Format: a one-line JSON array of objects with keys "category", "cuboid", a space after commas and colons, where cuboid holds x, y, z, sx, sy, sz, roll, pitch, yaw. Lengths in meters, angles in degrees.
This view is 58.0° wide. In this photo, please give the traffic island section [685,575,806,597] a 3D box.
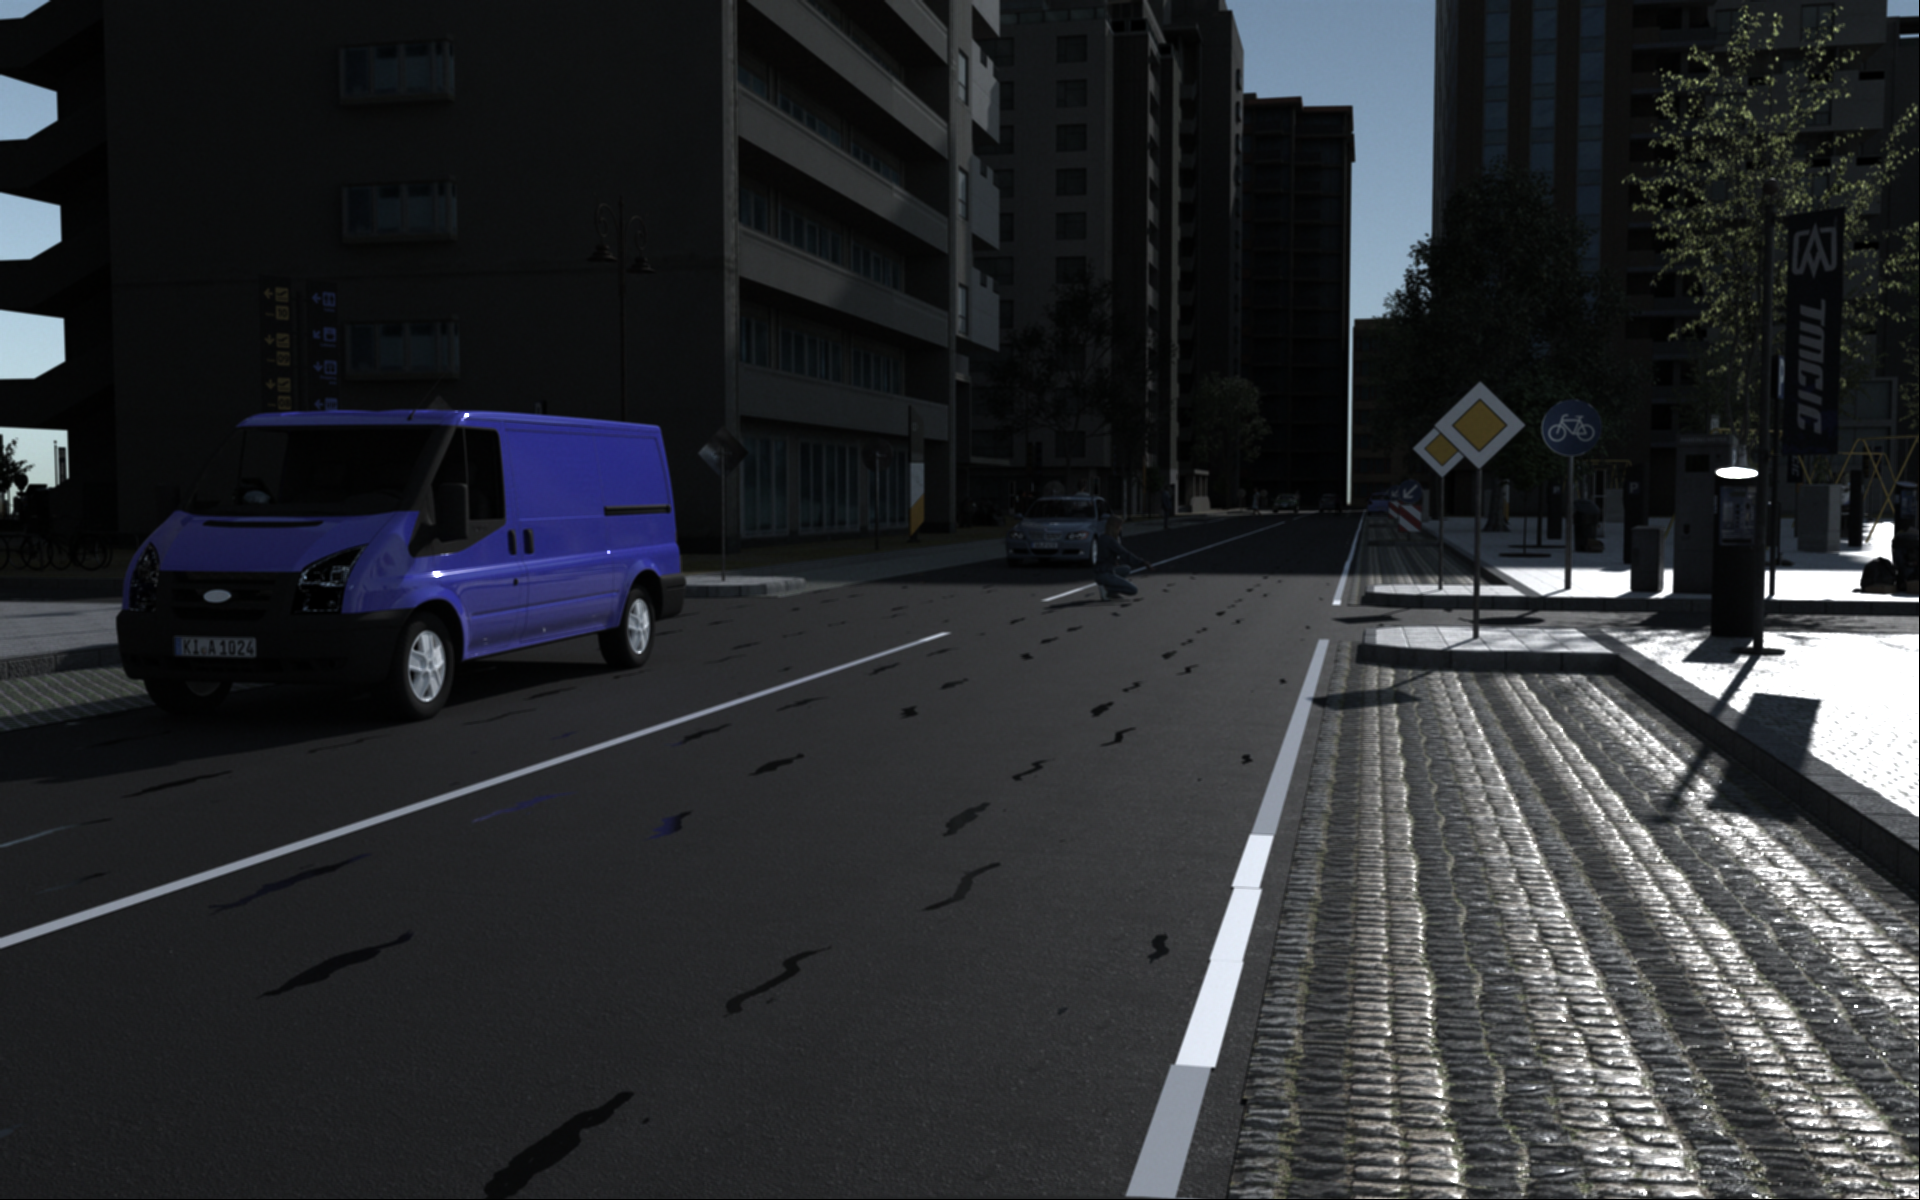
[{"category": "traffic island section", "cuboid": [-3.511, -0.200, 25.558, 2.009, 0.180, 2.903, 1, 4, 13]}]

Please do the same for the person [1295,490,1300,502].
[{"category": "person", "cuboid": [26.728, -7.832, 137.228, 0.551, 1.740, 0.621, 3, 5, 42]}]

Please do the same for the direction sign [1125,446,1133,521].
[{"category": "direction sign", "cuboid": [8.011, -5.501, 81.939, 0.379, 3.537, 0.876, 0, 4, 3]}]

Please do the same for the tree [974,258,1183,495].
[{"category": "tree", "cuboid": [4.325, -8.228, 68.935, 8.767, 10.594, 7.601, -2, 4, -35]}]

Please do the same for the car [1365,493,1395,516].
[{"category": "car", "cuboid": [27.806, -6.420, 114.560, 1.945, 1.707, 3.694, 1, 4, 13]}]

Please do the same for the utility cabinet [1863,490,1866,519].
[{"category": "utility cabinet", "cuboid": [46.084, -4.939, 89.425, 1.173, 1.500, 0.318, 1, 4, 20]}]

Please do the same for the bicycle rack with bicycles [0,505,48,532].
[{"category": "bicycle rack with bicycles", "cuboid": [-36.031, -3.117, 64.346, 2.852, 0.926, 2.925, -1, 4, -10]}]

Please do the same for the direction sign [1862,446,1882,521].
[{"category": "direction sign", "cuboid": [43.526, -5.548, 82.709, 0.379, 3.537, 0.876, -3, 4, -38]}]

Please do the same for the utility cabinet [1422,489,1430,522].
[{"category": "utility cabinet", "cuboid": [21.285, -4.316, 79.241, 0.318, 1.500, 1.173, 1, 4, 13]}]

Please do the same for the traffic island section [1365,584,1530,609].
[{"category": "traffic island section", "cuboid": [6.455, -0.056, 23.203, 2.009, 0.180, 2.903, 1, 4, 13]}]

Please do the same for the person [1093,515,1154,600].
[{"category": "person", "cuboid": [2.153, -0.588, 23.619, 0.738, 1.151, 1.012, -1, 4, -11]}]

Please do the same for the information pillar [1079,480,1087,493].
[{"category": "information pillar", "cuboid": [6.239, -5.118, 88.164, 0.304, 2.012, 0.304, -2, 4, -28]}]

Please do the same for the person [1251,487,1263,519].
[{"category": "person", "cuboid": [16.643, -5.414, 97.107, 0.778, 1.811, 0.616, 1, 4, 17]}]

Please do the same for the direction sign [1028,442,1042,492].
[{"category": "direction sign", "cuboid": [3.231, -5.119, 75.690, 0.876, 3.537, 0.379, 3, 5, 41]}]

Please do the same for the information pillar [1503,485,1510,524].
[{"category": "information pillar", "cuboid": [23.226, -5.038, 73.719, 0.183, 3.616, 0.504, -1, 4, -11]}]

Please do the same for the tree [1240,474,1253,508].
[{"category": "tree", "cuboid": [27.351, -10.391, 164.494, 1.663, 3.219, 1.824, 0, 3, 0]}]

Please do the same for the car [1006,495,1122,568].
[{"category": "car", "cuboid": [2.192, -1.435, 35.464, 2.014, 1.417, 4.499, 1, 4, 15]}]

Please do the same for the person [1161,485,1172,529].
[{"category": "person", "cuboid": [8.443, -3.800, 70.813, 0.419, 1.800, 0.721, 1, 4, 18]}]

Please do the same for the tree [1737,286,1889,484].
[{"category": "tree", "cuboid": [29.472, -6.667, 59.366, 4.737, 8.622, 4.395, 0, 3, 0]}]

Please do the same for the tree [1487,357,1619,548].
[{"category": "tree", "cuboid": [13.991, -3.537, 41.541, 4.285, 4.588, 4.351, 0, 3, 0]}]

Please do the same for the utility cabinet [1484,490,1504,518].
[{"category": "utility cabinet", "cuboid": [28.092, -5.031, 90.934, 0.318, 1.500, 1.173, -3, 4, -36]}]

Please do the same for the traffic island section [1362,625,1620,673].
[{"category": "traffic island section", "cuboid": [4.616, 0.419, 15.432, 2.009, 0.180, 2.903, 1, 4, 13]}]

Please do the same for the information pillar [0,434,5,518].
[{"category": "information pillar", "cuboid": [-37.729, -4.698, 68.166, 0.183, 3.616, 0.504, -3, 5, -42]}]

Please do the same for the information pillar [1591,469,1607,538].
[{"category": "information pillar", "cuboid": [18.793, -2.836, 50.863, 0.304, 2.012, 0.304, 2, 4, 27]}]

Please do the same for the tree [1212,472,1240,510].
[{"category": "tree", "cuboid": [21.119, -8.807, 138.596, 1.663, 3.219, 1.824, 0, 3, 0]}]

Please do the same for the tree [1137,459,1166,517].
[{"category": "tree", "cuboid": [10.584, -6.189, 95.796, 1.663, 3.219, 1.824, 0, 3, 0]}]

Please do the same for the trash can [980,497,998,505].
[{"category": "trash can", "cuboid": [1.261, -3.901, 75.437, 0.748, 1.137, 0.748, 0, 3, 0]}]

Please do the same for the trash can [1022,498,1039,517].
[{"category": "trash can", "cuboid": [3.959, -5.462, 100.959, 0.748, 1.137, 0.748, 0, 3, 0]}]

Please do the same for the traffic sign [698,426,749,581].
[{"category": "traffic sign", "cuboid": [-3.486, -1.336, 25.490, 0.795, 2.450, 0.064, 1, 4, 13]}]

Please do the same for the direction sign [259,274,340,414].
[{"category": "direction sign", "cuboid": [-6.922, -1.605, 18.243, 0.379, 3.537, 0.876, 3, 4, 38]}]

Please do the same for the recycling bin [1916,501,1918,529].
[{"category": "recycling bin", "cuboid": [34.476, -3.017, 61.882, 0.722, 1.027, 0.722, 1, 4, 12]}]

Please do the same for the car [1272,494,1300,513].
[{"category": "car", "cuboid": [24.956, -7.388, 132.587, 2.131, 1.459, 4.920, 1, 4, 13]}]

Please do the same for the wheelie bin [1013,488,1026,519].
[{"category": "wheelie bin", "cuboid": [3.089, -4.878, 87.656, 0.693, 1.594, 0.980, 1, 4, 13]}]

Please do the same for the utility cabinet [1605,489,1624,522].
[{"category": "utility cabinet", "cuboid": [29.420, -4.192, 77.219, 1.173, 1.500, 0.318, 1, 4, 19]}]

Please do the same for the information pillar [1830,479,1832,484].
[{"category": "information pillar", "cuboid": [41.256, -4.727, 81.778, 0.304, 2.012, 0.304, 0, 4, 3]}]

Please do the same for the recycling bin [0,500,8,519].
[{"category": "recycling bin", "cuboid": [-40.868, -3.728, 73.506, 0.722, 1.027, 0.722, -3, 5, -41]}]

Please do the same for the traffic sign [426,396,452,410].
[{"category": "traffic sign", "cuboid": [-5.326, -0.861, 17.719, 0.795, 2.450, 0.064, 1, 4, 13]}]

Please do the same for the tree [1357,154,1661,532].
[{"category": "tree", "cuboid": [18.426, -8.672, 58.790, 9.611, 12.733, 9.660, 0, 3, 0]}]

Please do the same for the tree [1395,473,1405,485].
[{"category": "tree", "cuboid": [39.502, -9.723, 153.577, 1.663, 3.219, 1.824, 0, 3, 0]}]

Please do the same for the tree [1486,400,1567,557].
[{"category": "tree", "cuboid": [11.512, -2.509, 35.627, 1.663, 3.219, 1.824, 0, 3, 0]}]

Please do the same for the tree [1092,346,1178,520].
[{"category": "tree", "cuboid": [8.387, -8.265, 85.499, 4.360, 8.622, 3.978, 0, 3, 0]}]

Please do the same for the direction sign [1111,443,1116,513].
[{"category": "direction sign", "cuboid": [6.780, -5.173, 76.577, 0.379, 3.537, 0.876, 1, 4, 15]}]

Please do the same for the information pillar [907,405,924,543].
[{"category": "information pillar", "cuboid": [-1.166, -3.336, 45.895, 0.504, 3.616, 0.183, -3, 5, -43]}]

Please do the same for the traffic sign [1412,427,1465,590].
[{"category": "traffic sign", "cuboid": [6.430, -1.192, 23.131, 0.795, 2.450, 0.064, 1, 4, 13]}]

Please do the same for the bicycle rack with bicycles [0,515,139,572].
[{"category": "bicycle rack with bicycles", "cuboid": [-15.462, -0.995, 29.644, 2.925, 0.926, 2.852, 2, 4, 30]}]

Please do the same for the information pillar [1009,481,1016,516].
[{"category": "information pillar", "cuboid": [3.010, -5.806, 99.417, 0.304, 2.012, 0.304, 1, 4, 18]}]

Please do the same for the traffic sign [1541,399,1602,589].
[{"category": "traffic sign", "cuboid": [8.219, -1.421, 23.343, 0.768, 2.556, 0.104, 1, 4, 16]}]

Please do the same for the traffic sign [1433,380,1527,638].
[{"category": "traffic sign", "cuboid": [4.591, -0.717, 15.360, 0.795, 2.450, 0.064, 1, 4, 13]}]

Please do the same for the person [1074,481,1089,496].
[{"category": "person", "cuboid": [3.027, -2.038, 42.388, 0.480, 1.755, 0.524, 1, 4, 17]}]

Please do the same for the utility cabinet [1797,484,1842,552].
[{"category": "utility cabinet", "cuboid": [18.979, -1.810, 38.276, 0.318, 1.500, 1.173, 0, 4, -4]}]

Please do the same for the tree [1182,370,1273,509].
[{"category": "tree", "cuboid": [22.517, -13.417, 145.124, 9.928, 11.665, 9.643, 0, 3, 0]}]

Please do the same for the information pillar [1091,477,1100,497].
[{"category": "information pillar", "cuboid": [5.831, -4.296, 74.737, 0.304, 2.012, 0.304, -1, 4, -10]}]

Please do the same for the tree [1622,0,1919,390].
[{"category": "tree", "cuboid": [12.185, -4.644, 26.299, 4.360, 8.622, 3.978, 0, 3, 0]}]

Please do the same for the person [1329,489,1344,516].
[{"category": "person", "cuboid": [24.983, -6.463, 114.853, 1.217, 1.739, 0.721, -2, 4, -28]}]

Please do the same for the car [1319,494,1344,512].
[{"category": "car", "cuboid": [29.769, -7.765, 138.965, 2.014, 1.417, 4.499, 1, 4, 14]}]

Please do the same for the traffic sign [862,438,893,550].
[{"category": "traffic sign", "cuboid": [-1.899, -2.414, 39.574, 0.768, 2.556, 0.104, 1, 4, 18]}]

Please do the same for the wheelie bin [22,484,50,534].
[{"category": "wheelie bin", "cuboid": [-29.218, -2.879, 54.974, 0.693, 1.594, 0.980, 2, 4, 25]}]

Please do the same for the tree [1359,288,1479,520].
[{"category": "tree", "cuboid": [23.544, -9.773, 85.550, 9.928, 11.665, 9.643, 0, 3, 0]}]
